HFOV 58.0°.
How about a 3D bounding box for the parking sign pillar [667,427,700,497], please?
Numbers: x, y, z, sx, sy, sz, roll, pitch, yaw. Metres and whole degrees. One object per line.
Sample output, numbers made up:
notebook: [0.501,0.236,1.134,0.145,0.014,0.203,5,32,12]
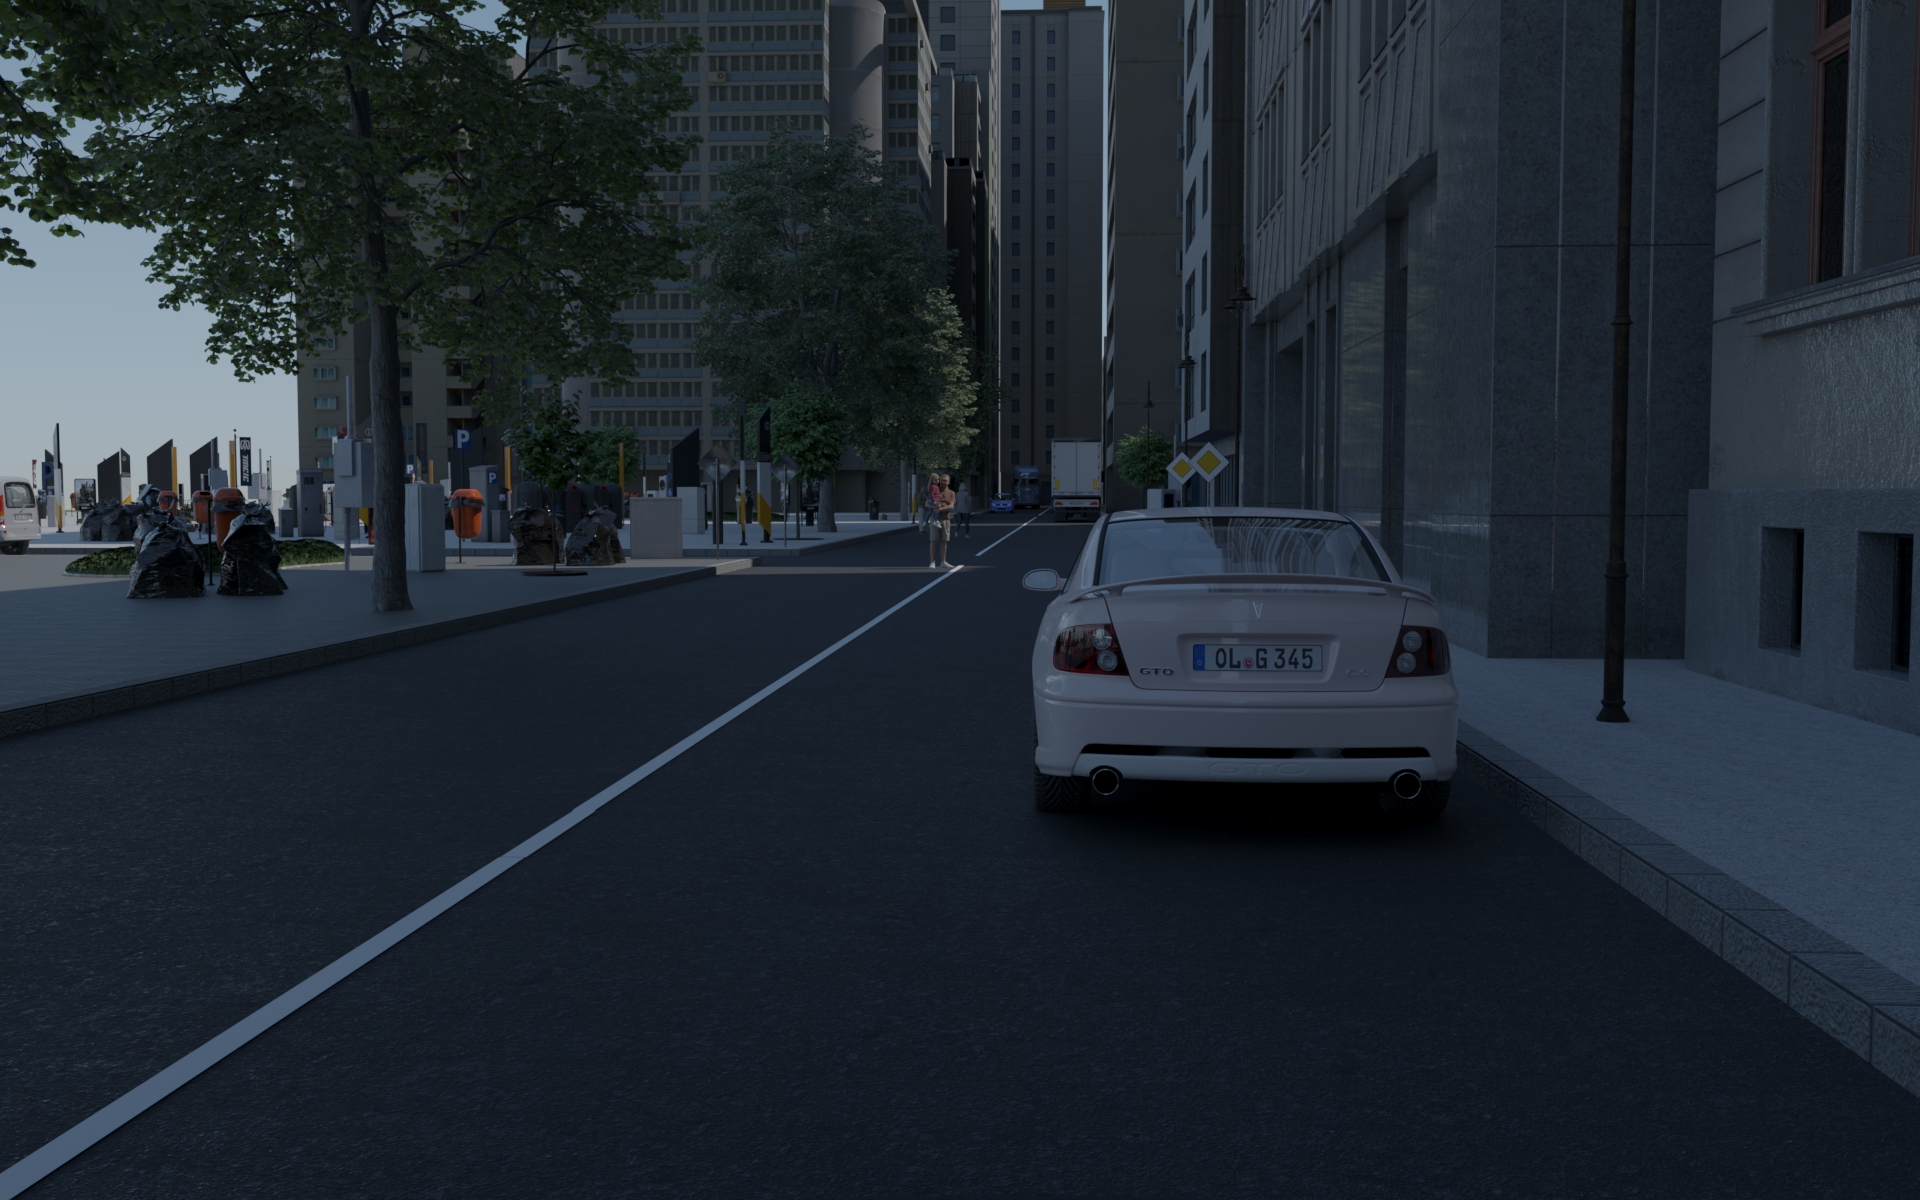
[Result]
parking sign pillar: [-11.098,-4.957,69.520,1.447,3.967,1.447,-3,5,-43]

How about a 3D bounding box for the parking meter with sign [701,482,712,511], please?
parking meter with sign: [-16.296,-7.042,111.397,1.738,3.016,0.543,-1,4,-9]

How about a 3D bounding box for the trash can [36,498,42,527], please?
trash can: [-34.713,-3.248,64.756,0.748,1.137,0.748,0,3,0]

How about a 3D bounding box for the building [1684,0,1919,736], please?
building: [10.790,-13.024,0.334,14.401,28.519,23.554,0,4,4]

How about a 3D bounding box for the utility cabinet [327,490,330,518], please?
utility cabinet: [-33.177,-5.101,92.079,1.173,1.500,0.318,3,4,38]

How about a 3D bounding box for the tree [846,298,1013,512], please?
tree: [-1.761,-11.192,99.992,9.611,12.733,9.660,0,3,0]

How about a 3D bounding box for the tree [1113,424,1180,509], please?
tree: [8.807,-5.953,81.039,4.285,4.588,4.351,0,3,0]

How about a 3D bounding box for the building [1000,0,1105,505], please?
building: [3.054,-40.838,209.700,28.212,58.520,21.231,0,4,4]

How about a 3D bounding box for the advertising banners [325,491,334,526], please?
advertising banners: [-25.002,-4.547,70.527,0.090,3.025,2.074,1,4,19]

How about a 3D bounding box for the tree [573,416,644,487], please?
tree: [-14.848,-5.468,73.115,4.285,4.588,4.351,0,3,0]

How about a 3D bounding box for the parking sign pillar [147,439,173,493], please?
parking sign pillar: [-38.885,-5.868,84.407,1.447,3.967,1.447,0,4,5]

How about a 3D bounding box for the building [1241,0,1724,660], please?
building: [10.748,-12.492,22.274,12.078,24.808,19.932,0,4,4]

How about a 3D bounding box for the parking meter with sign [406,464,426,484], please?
parking meter with sign: [-32.057,-6.520,102.855,0.543,3.016,1.738,1,4,22]

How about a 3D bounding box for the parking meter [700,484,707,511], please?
parking meter: [-15.074,-5.876,101.784,0.255,1.863,0.399,2,4,32]

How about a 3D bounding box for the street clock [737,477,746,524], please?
street clock: [-9.346,-4.252,74.089,0.358,2.002,0.471,-1,4,-23]

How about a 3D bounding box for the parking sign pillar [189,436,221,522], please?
parking sign pillar: [-35.344,-5.668,81.138,1.447,3.967,1.447,0,4,0]

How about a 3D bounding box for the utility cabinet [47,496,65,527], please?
utility cabinet: [-35.098,-3.431,67.266,0.306,1.237,1.020,0,4,-7]

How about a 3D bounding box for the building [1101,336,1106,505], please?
building: [32.079,-22.448,212.057,28.899,21.520,27.650,0,4,4]

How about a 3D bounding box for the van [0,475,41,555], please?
van: [-23.135,-1.966,39.161,4.112,2.044,2.013,0,4,2]

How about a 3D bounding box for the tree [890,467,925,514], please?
tree: [-3.201,-9.823,110.970,4.360,8.622,3.978,0,3,0]

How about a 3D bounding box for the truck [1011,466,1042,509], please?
truck: [6.696,-11.126,171.665,2.967,4.110,18.799,0,4,3]

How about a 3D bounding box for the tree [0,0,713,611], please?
tree: [-6.744,-6.160,18.835,7.486,12.596,7.792,0,3,0]

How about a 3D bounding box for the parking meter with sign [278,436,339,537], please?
parking meter with sign: [-19.463,-3.397,51.799,1.738,3.016,0.543,-3,4,-36]

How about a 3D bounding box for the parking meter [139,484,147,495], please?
parking meter: [-45.359,-5.532,96.154,0.255,1.863,0.399,1,4,18]

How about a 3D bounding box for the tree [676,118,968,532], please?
tree: [-4.573,-9.244,57.799,9.857,13.997,8.962,0,3,0]

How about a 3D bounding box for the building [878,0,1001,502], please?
building: [-6.387,-45.505,182.251,20.611,71.187,20.563,0,4,4]

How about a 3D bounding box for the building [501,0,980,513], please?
building: [-14.918,-26.787,129.854,32.217,40.220,23.993,0,4,4]

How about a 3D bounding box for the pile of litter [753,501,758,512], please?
pile of litter: [-13.957,-6.223,115.705,1.719,0.858,1.176,1,4,10]

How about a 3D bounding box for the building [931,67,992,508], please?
building: [-4.368,-29.297,162.597,14.154,41.232,14.086,0,4,4]

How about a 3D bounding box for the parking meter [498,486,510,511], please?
parking meter: [-12.771,-2.447,48.412,0.372,1.533,0.369,0,3,0]

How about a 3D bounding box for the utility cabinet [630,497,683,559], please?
utility cabinet: [-6.000,-1.411,34.224,1.020,1.237,0.306,-1,4,-9]

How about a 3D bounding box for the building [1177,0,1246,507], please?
building: [13.305,-16.773,45.943,14.107,30.474,14.160,0,4,4]

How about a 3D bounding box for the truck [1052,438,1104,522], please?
truck: [6.258,-6.305,92.002,2.839,4.237,11.283,0,4,5]

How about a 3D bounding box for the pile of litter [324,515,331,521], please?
pile of litter: [-30.043,-4.146,81.755,1.176,0.858,1.719,-1,4,-18]

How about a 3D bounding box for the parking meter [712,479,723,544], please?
parking meter: [-6.209,-2.364,44.370,0.255,1.863,0.399,-1,4,-12]

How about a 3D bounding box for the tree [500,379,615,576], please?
tree: [-6.297,-2.006,27.397,1.663,3.219,1.824,0,3,0]

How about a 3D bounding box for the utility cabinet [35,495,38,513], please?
utility cabinet: [-56.923,-5.799,105.973,1.020,1.237,0.306,-3,5,-41]

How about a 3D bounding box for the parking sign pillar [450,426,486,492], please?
parking sign pillar: [-19.462,-4.898,68.560,1.447,3.967,1.447,0,4,5]

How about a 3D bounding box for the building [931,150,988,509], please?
building: [-4.983,-23.058,148.703,14.160,30.474,14.107,0,4,4]

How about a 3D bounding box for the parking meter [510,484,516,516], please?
parking meter: [-26.109,-5.843,101.237,0.255,1.863,0.399,-3,4,-37]

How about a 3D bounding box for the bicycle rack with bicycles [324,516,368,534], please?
bicycle rack with bicycles: [-20.089,-2.606,55.991,2.852,0.926,2.925,0,4,-8]

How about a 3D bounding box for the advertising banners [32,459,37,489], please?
advertising banners: [-46.607,-5.532,86.641,0.090,3.025,2.074,0,4,-4]

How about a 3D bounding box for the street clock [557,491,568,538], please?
street clock: [-11.501,-2.780,50.018,0.358,2.002,0.471,1,4,10]

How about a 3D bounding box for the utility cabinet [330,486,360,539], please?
utility cabinet: [-17.230,-2.446,48.677,0.318,1.500,1.173,0,4,2]

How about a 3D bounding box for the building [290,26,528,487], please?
building: [-56.325,-34.341,185.180,21.600,48.544,21.300,0,4,4]

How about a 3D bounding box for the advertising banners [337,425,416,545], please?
advertising banners: [-14.698,-2.907,43.724,2.074,3.025,0.090,0,4,6]

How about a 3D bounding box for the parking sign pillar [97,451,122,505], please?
parking sign pillar: [-52.962,-7.302,107.857,1.447,3.967,1.447,-1,4,-13]

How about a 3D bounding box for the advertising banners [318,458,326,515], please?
advertising banners: [-31.059,-5.390,84.318,0.090,3.025,2.074,-1,4,-10]

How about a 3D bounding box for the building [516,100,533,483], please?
building: [-31.187,-32.317,183.008,28.867,44.769,22.147,0,4,4]

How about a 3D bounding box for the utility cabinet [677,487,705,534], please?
utility cabinet: [-8.625,-2.870,55.596,0.318,1.500,1.173,-3,5,-41]

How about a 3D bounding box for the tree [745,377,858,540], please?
tree: [-4.489,-3.976,48.716,4.285,4.588,4.351,0,3,0]

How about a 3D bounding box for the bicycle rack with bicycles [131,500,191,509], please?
bicycle rack with bicycles: [-47.563,-5.407,101.786,2.925,0.926,2.852,1,4,15]

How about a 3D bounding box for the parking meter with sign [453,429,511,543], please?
parking meter with sign: [-12.658,-3.044,46.023,1.738,3.016,0.543,2,4,34]

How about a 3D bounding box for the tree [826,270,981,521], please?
tree: [-3.049,-10.058,82.582,7.486,12.596,7.792,0,3,0]

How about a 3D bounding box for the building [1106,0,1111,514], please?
building: [19.460,-29.161,100.490,21.300,48.544,21.600,0,4,4]

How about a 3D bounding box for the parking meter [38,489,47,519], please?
parking meter: [-47.283,-4.942,89.209,0.372,1.533,0.369,0,3,0]

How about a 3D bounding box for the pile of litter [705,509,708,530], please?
pile of litter: [-9.478,-2.910,61.547,1.176,0.858,1.719,1,4,10]

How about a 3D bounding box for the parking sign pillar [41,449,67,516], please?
parking sign pillar: [-54.369,-7.052,103.765,1.447,3.967,1.447,1,4,22]
